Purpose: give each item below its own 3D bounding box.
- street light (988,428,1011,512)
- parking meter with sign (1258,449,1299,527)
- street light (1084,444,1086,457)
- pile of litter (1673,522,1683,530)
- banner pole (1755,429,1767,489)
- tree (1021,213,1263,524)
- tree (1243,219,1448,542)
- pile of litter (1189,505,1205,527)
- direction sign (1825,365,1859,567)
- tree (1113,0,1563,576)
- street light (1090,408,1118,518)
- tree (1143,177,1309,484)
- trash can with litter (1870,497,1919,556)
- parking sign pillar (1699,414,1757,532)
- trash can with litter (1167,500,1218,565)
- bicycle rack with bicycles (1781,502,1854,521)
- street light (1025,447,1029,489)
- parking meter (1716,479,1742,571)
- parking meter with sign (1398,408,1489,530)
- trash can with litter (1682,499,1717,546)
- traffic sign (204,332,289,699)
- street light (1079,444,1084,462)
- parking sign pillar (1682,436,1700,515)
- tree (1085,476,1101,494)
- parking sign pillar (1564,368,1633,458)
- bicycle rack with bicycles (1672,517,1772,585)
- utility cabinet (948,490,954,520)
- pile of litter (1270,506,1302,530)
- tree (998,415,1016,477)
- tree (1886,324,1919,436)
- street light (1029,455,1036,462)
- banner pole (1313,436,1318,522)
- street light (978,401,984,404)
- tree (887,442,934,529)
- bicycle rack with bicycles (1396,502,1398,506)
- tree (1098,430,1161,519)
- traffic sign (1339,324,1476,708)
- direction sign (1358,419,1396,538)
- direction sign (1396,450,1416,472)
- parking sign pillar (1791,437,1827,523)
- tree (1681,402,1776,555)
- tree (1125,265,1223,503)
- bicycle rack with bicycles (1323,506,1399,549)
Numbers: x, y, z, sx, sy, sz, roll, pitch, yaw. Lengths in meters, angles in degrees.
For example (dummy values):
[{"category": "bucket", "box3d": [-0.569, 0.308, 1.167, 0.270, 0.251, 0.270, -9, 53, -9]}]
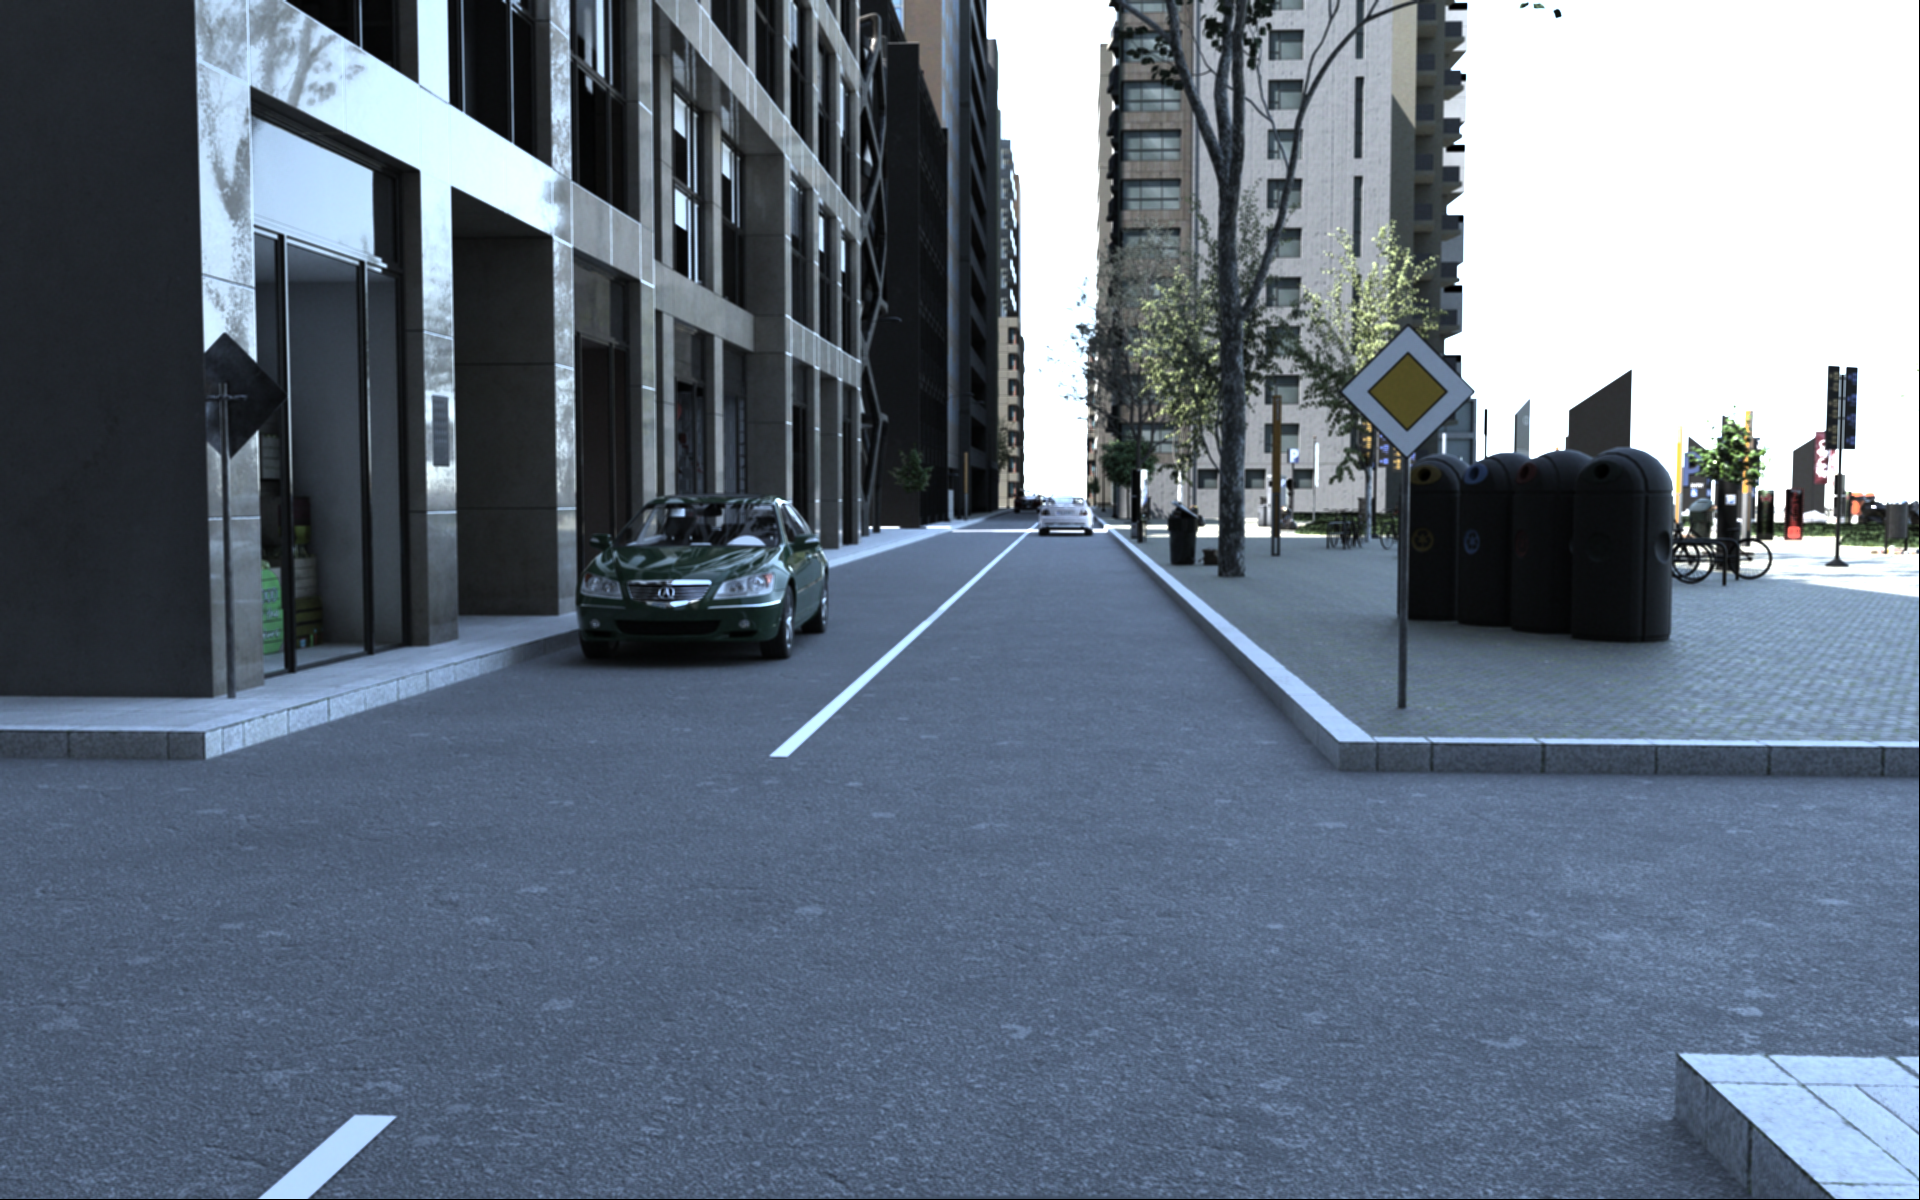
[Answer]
[{"category": "street light", "box3d": [2.652, -9.155, 122.230, 1.470, 5.913, 1.316, 0, 4, 4]}, {"category": "parking meter with sign", "box3d": [12.291, -4.337, 67.178, 0.543, 3.016, 1.738, -3, 4, -36]}, {"category": "street light", "box3d": [9.995, -9.446, 126.982, 1.470, 5.913, 1.316, 0, 4, 4]}, {"category": "pile of litter", "box3d": [24.345, -2.822, 60.107, 1.719, 0.858, 1.176, 0, 4, 4]}, {"category": "banner pole", "box3d": [30.731, -4.688, 66.664, 0.401, 3.779, 0.863, -2, 4, -24]}, {"category": "tree", "box3d": [7.873, -10.072, 75.043, 12.009, 13.543, 11.850, 0, 3, 0]}, {"category": "tree", "box3d": [10.708, -5.861, 46.188, 4.737, 8.622, 4.395, 0, 3, 0]}, {"category": "pile of litter", "box3d": [8.915, -3.303, 67.961, 1.719, 0.858, 1.176, -2, 4, -29]}, {"category": "direction sign", "box3d": [15.562, -2.363, 30.628, 0.876, 3.537, 0.379, -2, 4, -31]}, {"category": "tree", "box3d": [3.390, -10.362, 25.303, 12.611, 20.169, 13.585, 0, 3, 0]}, {"category": "street light", "box3d": [7.753, -7.352, 92.744, 1.470, 5.913, 1.316, 0, 4, 4]}, {"category": "tree", "box3d": [6.283, -5.553, 41.146, 4.360, 8.622, 3.978, 0, 3, 0]}, {"category": "trash can with litter", "box3d": [20.309, -1.574, 36.785, 2.233, 1.210, 1.678, -1, 4, -13]}, {"category": "parking sign pillar", "box3d": [25.942, -4.249, 57.938, 1.447, 3.967, 1.447, -2, 4, -30]}, {"category": "trash can with litter", "box3d": [4.309, -1.234, 31.567, 1.055, 1.170, 0.624, 1, 4, 13]}, {"category": "bicycle rack with bicycles", "box3d": [40.018, -4.146, 81.170, 2.925, 0.926, 2.852, 3, 5, 40]}, {"category": "street light", "box3d": [5.784, -12.077, 170.006, 1.470, 5.913, 1.316, 0, 4, 4]}, {"category": "parking meter", "box3d": [12.923, -1.266, 29.111, 0.372, 1.533, 0.369, 0, 3, 0]}, {"category": "parking meter with sign", "box3d": [9.878, -2.396, 35.431, 1.738, 3.016, 0.543, 1, 4, 18]}, {"category": "trash can with litter", "box3d": [18.299, -1.929, 42.926, 1.055, 1.170, 0.624, -3, 5, -41]}, {"category": "traffic sign", "box3d": [-4.575, -0.439, 10.821, 0.795, 2.450, 0.064, 0, 4, 4]}, {"category": "street light", "box3d": [12.060, -11.556, 161.488, 1.470, 5.913, 1.316, 0, 4, 4]}, {"category": "parking sign pillar", "box3d": [33.731, -5.551, 79.233, 1.447, 3.967, 1.447, -2, 4, -28]}, {"category": "tree", "box3d": [13.278, -10.666, 168.997, 1.663, 3.219, 1.824, 0, 3, 0]}, {"category": "parking sign pillar", "box3d": [13.734, -2.988, 37.329, 1.447, 3.967, 1.447, 0, 4, 7]}, {"category": "bicycle rack with bicycles", "box3d": [10.338, -0.754, 25.703, 2.925, 0.926, 2.852, 2, 4, 31]}, {"category": "utility cabinet", "box3d": [-0.643, -4.627, 84.336, 0.318, 1.500, 1.173, -1, 4, -21]}, {"category": "pile of litter", "box3d": [11.756, -2.917, 61.659, 1.176, 0.858, 1.719, -1, 4, -12]}, {"category": "tree", "box3d": [3.367, -12.931, 161.788, 4.737, 8.622, 4.395, 0, 3, 0]}, {"category": "tree", "box3d": [34.200, -6.641, 58.937, 4.737, 8.622, 4.395, 0, 3, 0]}, {"category": "street light", "box3d": [7.974, -14.198, 204.672, 1.470, 5.913, 1.316, 0, 4, 4]}, {"category": "banner pole", "box3d": [15.329, -5.176, 74.644, 0.401, 3.779, 0.863, 2, 4, 26]}, {"category": "street light", "box3d": [0.517, -7.002, 87.027, 1.470, 5.913, 1.316, 0, 4, 4]}, {"category": "tree", "box3d": [-1.671, -4.272, 64.442, 1.663, 3.219, 1.824, 0, 3, 0]}, {"category": "bicycle rack with bicycles", "box3d": [19.409, -3.734, 74.440, 2.925, 0.926, 2.852, 0, 4, -2]}, {"category": "tree", "box3d": [8.690, -6.416, 88.614, 4.285, 4.588, 4.351, 0, 3, 0]}, {"category": "traffic sign", "box3d": [2.653, -0.410, 10.342, 0.795, 2.450, 0.064, 0, 4, 4]}, {"category": "direction sign", "box3d": [12.080, -3.571, 50.383, 0.876, 3.537, 0.379, 3, 5, 39]}, {"category": "direction sign", "box3d": [15.450, -4.177, 60.283, 0.876, 3.537, 0.379, 3, 5, 41]}, {"category": "parking sign pillar", "box3d": [35.368, -5.119, 72.174, 1.447, 3.967, 1.447, 2, 4, 27]}, {"category": "tree", "box3d": [16.385, -2.566, 36.559, 1.663, 3.219, 1.824, 0, 3, 0]}, {"category": "tree", "box3d": [7.472, -6.511, 56.812, 4.737, 8.622, 4.395, 0, 3, 0]}, {"category": "bicycle rack with bicycles", "box3d": [9.678, -1.684, 40.923, 2.852, 0.926, 2.925, 2, 4, 34]}]
